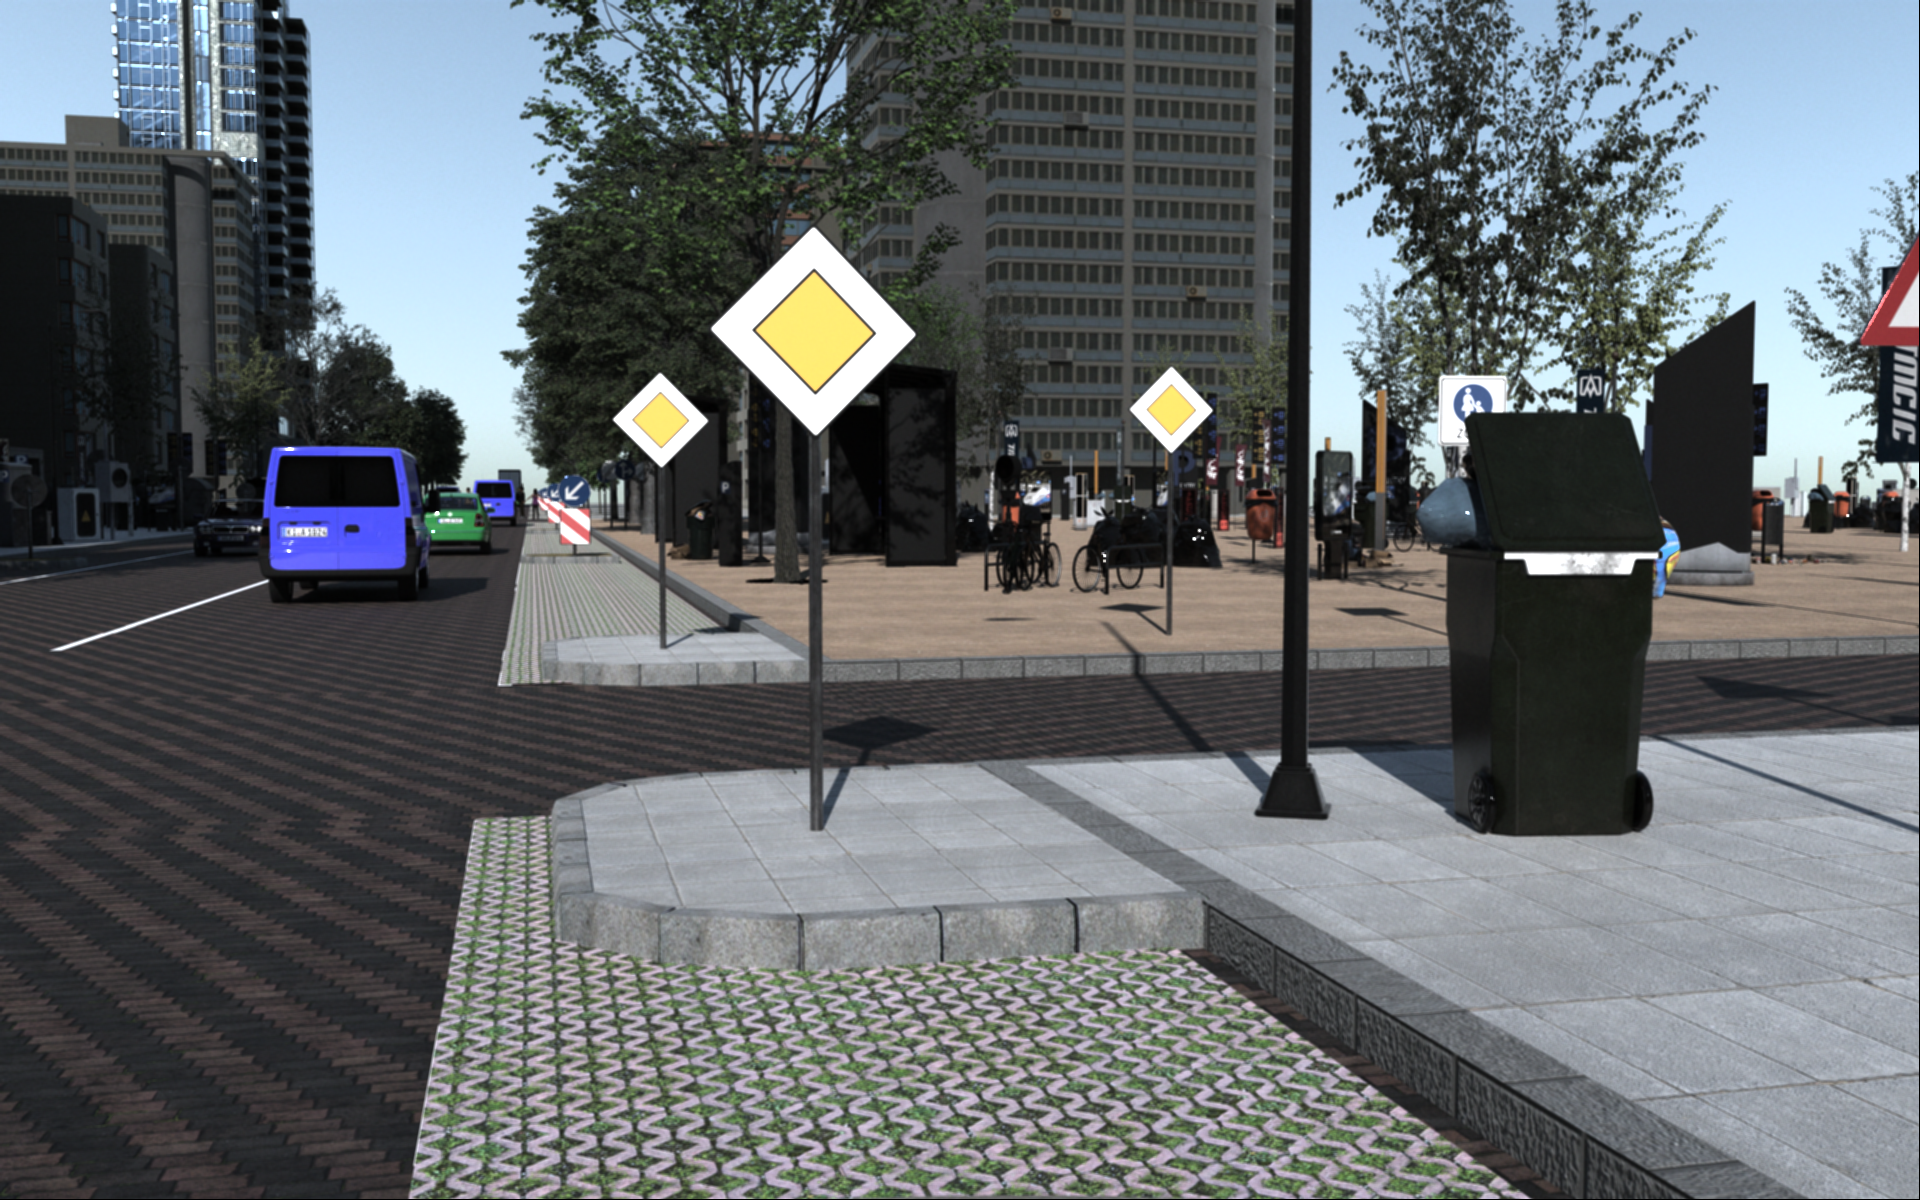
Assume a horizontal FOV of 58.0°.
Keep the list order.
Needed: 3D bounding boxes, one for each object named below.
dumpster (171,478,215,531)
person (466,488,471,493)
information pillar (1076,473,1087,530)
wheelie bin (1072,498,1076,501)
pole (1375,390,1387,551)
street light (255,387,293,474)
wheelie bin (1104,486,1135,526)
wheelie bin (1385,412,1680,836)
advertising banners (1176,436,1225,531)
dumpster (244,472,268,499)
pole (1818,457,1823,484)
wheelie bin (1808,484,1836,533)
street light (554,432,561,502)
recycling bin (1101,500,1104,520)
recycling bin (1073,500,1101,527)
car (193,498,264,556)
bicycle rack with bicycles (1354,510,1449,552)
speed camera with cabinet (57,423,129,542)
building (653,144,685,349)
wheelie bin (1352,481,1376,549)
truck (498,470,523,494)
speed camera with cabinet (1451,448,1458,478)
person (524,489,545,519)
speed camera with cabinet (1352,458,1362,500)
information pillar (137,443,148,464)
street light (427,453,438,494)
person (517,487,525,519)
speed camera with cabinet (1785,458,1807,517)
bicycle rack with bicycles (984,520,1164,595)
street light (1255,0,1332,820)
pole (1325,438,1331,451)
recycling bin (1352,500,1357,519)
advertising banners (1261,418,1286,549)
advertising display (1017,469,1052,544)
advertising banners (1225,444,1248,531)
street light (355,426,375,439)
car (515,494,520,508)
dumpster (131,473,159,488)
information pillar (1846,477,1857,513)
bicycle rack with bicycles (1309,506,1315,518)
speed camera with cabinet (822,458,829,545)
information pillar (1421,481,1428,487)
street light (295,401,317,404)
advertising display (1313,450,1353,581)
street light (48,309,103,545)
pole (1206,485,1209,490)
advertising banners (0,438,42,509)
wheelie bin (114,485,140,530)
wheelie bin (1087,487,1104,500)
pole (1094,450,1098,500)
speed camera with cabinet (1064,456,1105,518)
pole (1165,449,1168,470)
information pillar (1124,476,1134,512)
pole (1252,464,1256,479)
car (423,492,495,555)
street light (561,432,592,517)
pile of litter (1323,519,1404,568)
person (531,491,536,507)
[{"bbox_3d":[-27.208,-3.400,61.355,1.264,1.857,1.865,-1,4,-14],"label":"dumpster"},{"bbox_3d":[-28.788,-5.674,101.367,0.705,1.812,1.348,2,4,28],"label":"person"},{"bbox_3d":[4.300,-3.473,61.280,0.304,2.012,0.304,2,4,33],"label":"information pillar"},{"bbox_3d":[6.291,-5.058,90.612,0.693,1.594,0.980,-1,4,-21],"label":"wheelie bin"},{"bbox_3d":[8.298,-2.465,34.138,0.158,3.312,0.155,0,3,0],"label":"pole"},{"bbox_3d":[-29.965,-6.286,75.313,1.470,5.913,1.316,-1,4,-14],"label":"street light"},{"bbox_3d":[5.965,-3.436,64.085,0.980,1.594,0.693,0,4,-2],"label":"wheelie bin"},{"bbox_3d":[2.234,0.073,6.712,0.980,1.594,0.693,0,4,-3],"label":"wheelie bin"},{"bbox_3d":[6.901,-3.435,52.354,2.074,3.025,0.090,2,4,24],"label":"advertising banners"},{"bbox_3d":[-25.574,-3.636,64.401,1.985,2.255,1.502,-1,4,-16],"label":"dumpster"},{"bbox_3d":[46.823,-6.144,94.304,0.158,3.312,0.155,0,3,0],"label":"pole"},{"bbox_3d":[28.151,-2.980,56.636,0.980,1.594,0.693,-3,5,-41],"label":"wheelie bin"},{"bbox_3d":[-29.480,-9.623,129.880,1.470,5.913,1.316,-1,4,-14],"label":"street light"},{"bbox_3d":[5.792,-3.754,73.935,0.722,1.027,0.722,0,4,3],"label":"recycling bin"},{"bbox_3d":[4.931,-3.397,68.087,0.722,1.027,0.722,-2,4,-28],"label":"recycling bin"},{"bbox_3d":[-17.126,-1.754,41.253,1.945,1.354,3.894,-1,4,-16],"label":"car"},{"bbox_3d":[10.740,-1.513,38.112,2.925,0.926,2.852,-3,4,-38],"label":"bicycle rack with bicycles"},{"bbox_3d":[-23.851,-3.260,47.641,0.660,3.252,2.038,1,4,18],"label":"speed camera with cabinet"},{"bbox_3d":[-30.784,-37.536,237.414,21.300,48.544,21.600,-1,4,-14],"label":"building"},{"bbox_3d":[9.703,-2.015,40.852,0.693,1.594,0.980,-2,4,-28],"label":"wheelie bin"},{"bbox_3d":[-53.197,-13.212,204.925,2.839,4.237,11.283,-1,4,-14],"label":"truck"},{"bbox_3d":[18.136,-4.138,61.999,0.660,3.252,2.038,-1,4,-10],"label":"speed camera with cabinet"},{"bbox_3d":[-24.020,-5.426,97.891,1.217,1.739,0.721,-2,4,-31],"label":"person"},{"bbox_3d":[21.010,-6.124,94.471,2.038,3.252,0.660,-1,4,-21],"label":"speed camera with cabinet"},{"bbox_3d":[-36.765,-5.295,77.923,0.183,3.616,0.504,2,4,29],"label":"information pillar"},{"bbox_3d":[-60.380,-13.798,198.143,1.470,5.913,1.316,-1,4,-14],"label":"street light"},{"bbox_3d":[-25.561,-5.676,100.938,0.705,1.869,1.348,-2,4,-28],"label":"person"},{"bbox_3d":[46.474,-6.236,96.288,0.660,3.252,2.038,3,5,43],"label":"speed camera with cabinet"},{"bbox_3d":[1.357,-0.601,23.201,2.852,0.926,2.925,2,4,31],"label":"bicycle rack with bicycles"},{"bbox_3d":[0.819,-2.088,6.680,1.470,5.913,1.316,-1,4,-14],"label":"street light"},{"bbox_3d":[13.268,-4.203,62.563,0.158,3.312,0.155,0,3,0],"label":"pole"},{"bbox_3d":[16.310,-3.608,71.542,0.722,1.027,0.722,-1,4,-10],"label":"recycling bin"},{"bbox_3d":[7.548,-2.733,40.874,0.090,3.025,2.074,2,4,35],"label":"advertising banners"},{"bbox_3d":[1.902,-2.386,44.231,0.974,1.923,0.123,-2,4,-28],"label":"advertising display"},{"bbox_3d":[9.124,-3.909,60.098,2.074,3.025,0.090,-2,4,-27],"label":"advertising banners"},{"bbox_3d":[-40.569,-8.900,118.063,1.470,5.913,1.316,-1,4,-14],"label":"street light"},{"bbox_3d":[-47.966,-10.803,185.426,1.959,1.807,4.718,-1,4,-13],"label":"car"},{"bbox_3d":[-34.579,-4.344,73.521,1.502,2.255,1.985,-1,4,-14],"label":"dumpster"},{"bbox_3d":[39.036,-4.366,75.873,0.304,2.012,0.304,-2,4,-24],"label":"information pillar"},{"bbox_3d":[19.616,-4.801,91.878,2.852,0.926,2.925,-3,5,-40],"label":"bicycle rack with bicycles"},{"bbox_3d":[-3.367,-3.049,44.189,0.660,3.252,2.038,1,4,23],"label":"speed camera with cabinet"},{"bbox_3d":[26.522,-5.774,98.892,0.304,2.012,0.304,-1,4,-16],"label":"information pillar"},{"bbox_3d":[-32.716,-6.955,86.255,1.470,5.913,1.316,-1,4,-14],"label":"street light"},{"bbox_3d":[5.609,-1.271,25.995,0.123,1.923,0.974,3,5,39],"label":"advertising display"},{"bbox_3d":[-22.187,-4.339,43.487,1.470,5.913,1.316,-1,4,-14],"label":"street light"},{"bbox_3d":[10.814,-5.015,75.836,0.158,3.312,0.155,0,3,0],"label":"pole"},{"bbox_3d":[-29.378,-3.544,54.139,2.074,3.025,0.090,2,4,30],"label":"advertising banners"},{"bbox_3d":[-29.764,-3.287,61.659,0.980,1.594,0.693,-3,5,-39],"label":"wheelie bin"},{"bbox_3d":[6.435,-4.539,82.126,0.980,1.594,0.693,0,4,2],"label":"wheelie bin"},{"bbox_3d":[6.374,-5.330,80.985,0.158,3.312,0.155,0,3,0],"label":"pole"},{"bbox_3d":[6.418,-5.798,89.138,2.038,3.252,0.660,1,4,20],"label":"speed camera with cabinet"},{"bbox_3d":[8.208,-4.562,68.437,0.158,3.312,0.155,0,3,0],"label":"pole"},{"bbox_3d":[6.699,-3.928,68.722,0.304,2.012,0.304,-3,4,-39],"label":"information pillar"},{"bbox_3d":[13.683,-5.309,80.638,0.158,3.312,0.155,0,3,0],"label":"pole"},{"bbox_3d":[-12.285,-2.030,41.992,1.959,1.807,4.718,-1,4,-14],"label":"car"},{"bbox_3d":[-21.638,-7.678,98.069,1.470,5.913,1.316,-1,4,-14],"label":"street light"},{"bbox_3d":[7.125,-1.012,30.512,1.719,0.858,1.176,-1,4,-20],"label":"pile of litter"},{"bbox_3d":[-45.694,-10.846,185.920,0.705,1.812,1.348,0,4,5],"label":"person"}]
